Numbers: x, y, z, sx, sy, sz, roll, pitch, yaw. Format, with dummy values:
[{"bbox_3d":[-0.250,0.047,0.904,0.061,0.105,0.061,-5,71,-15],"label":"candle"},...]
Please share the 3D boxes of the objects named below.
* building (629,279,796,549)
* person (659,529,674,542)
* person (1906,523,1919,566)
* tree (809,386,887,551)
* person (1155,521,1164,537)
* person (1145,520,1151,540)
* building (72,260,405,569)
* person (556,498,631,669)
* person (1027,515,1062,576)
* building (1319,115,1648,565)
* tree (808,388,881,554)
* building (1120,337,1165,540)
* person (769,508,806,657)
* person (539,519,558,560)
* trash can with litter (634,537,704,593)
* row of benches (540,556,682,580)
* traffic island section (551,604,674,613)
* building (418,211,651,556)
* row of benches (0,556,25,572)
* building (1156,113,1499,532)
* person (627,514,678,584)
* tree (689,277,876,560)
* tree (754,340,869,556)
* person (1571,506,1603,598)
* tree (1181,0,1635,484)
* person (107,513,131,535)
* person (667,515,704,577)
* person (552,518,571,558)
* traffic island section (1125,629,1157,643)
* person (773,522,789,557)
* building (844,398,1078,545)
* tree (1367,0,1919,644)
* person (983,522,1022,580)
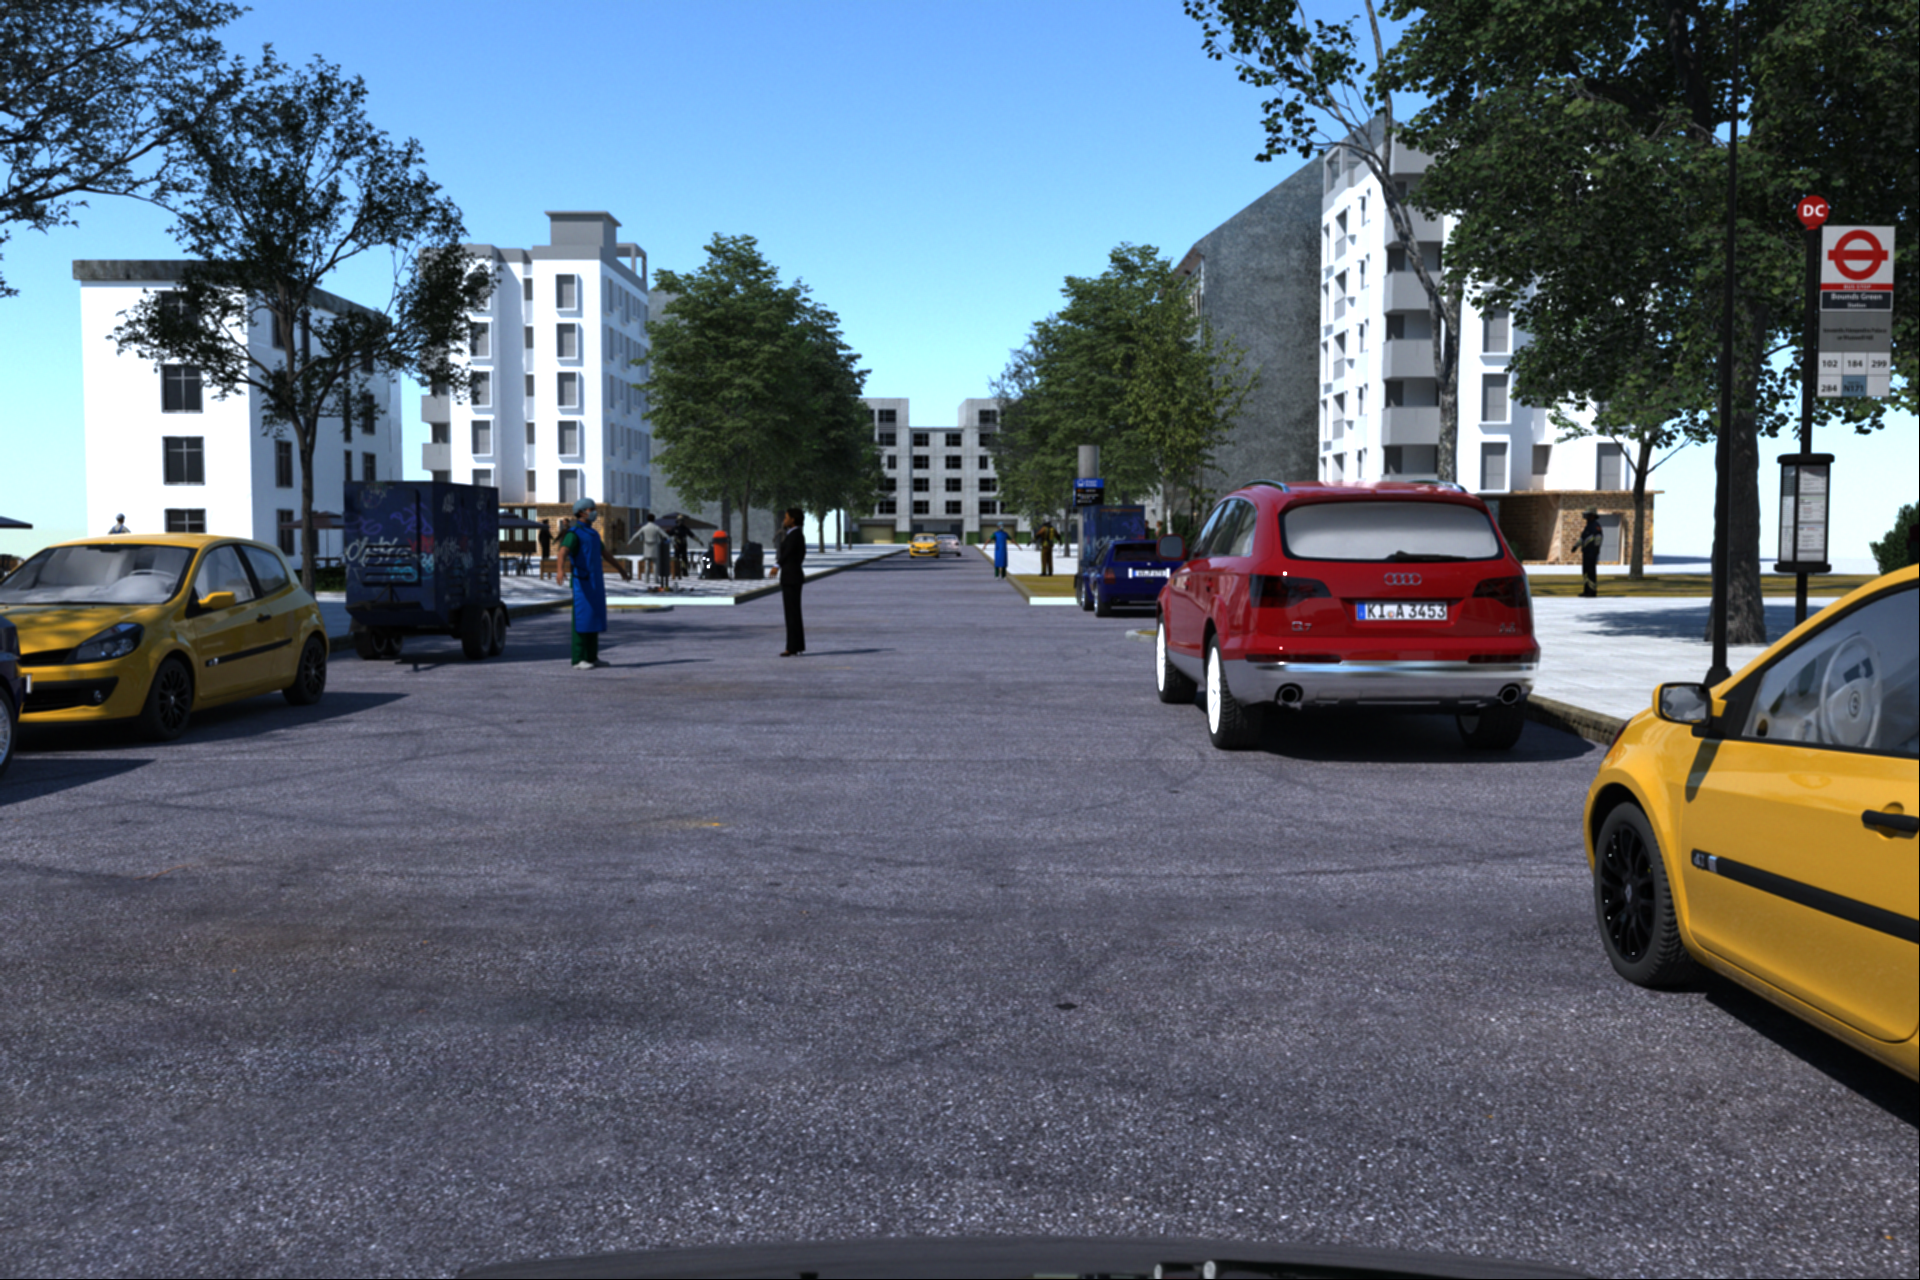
[{"bbox_3d":[-25.087,-20.016,158.191,19.493,23.208,18.063,0,4,1],"label":"building"},{"bbox_3d":[-11.439,-3.713,66.854,1.345,1.843,0.704,-1,4,-9],"label":"person"},{"bbox_3d":[14.042,-0.986,25.335,0.599,1.438,0.989,2,4,25],"label":"person"},{"bbox_3d":[-9.564,-12.986,130.453,7.486,12.596,7.792,0,3,0],"label":"tree"},{"bbox_3d":[6.609,-3.143,58.189,0.721,1.733,1.217,1,4,19],"label":"person"},{"bbox_3d":[6.900,-3.564,64.494,0.704,1.802,1.346,0,4,-6],"label":"person"},{"bbox_3d":[-26.529,-7.648,67.190,9.099,9.664,28.070,0,4,-1],"label":"building"},{"bbox_3d":[-3.963,-0.606,18.490,0.704,1.817,1.347,1,4,20],"label":"person"},{"bbox_3d":[2.634,-2.875,52.772,1.354,1.858,0.705,-3,4,-36],"label":"person"},{"bbox_3d":[22.862,-13.941,84.348,16.016,20.090,11.380,0,4,0],"label":"building"},{"bbox_3d":[-9.052,-11.477,113.399,9.928,11.665,9.643,0,3,0],"label":"tree"},{"bbox_3d":[24.508,-17.843,158.189,16.747,18.905,31.486,0,3,0],"label":"building"},{"bbox_3d":[-2.039,-0.685,20.376,0.721,1.740,1.216,0,4,8],"label":"person"},{"bbox_3d":[-15.007,-3.482,62.867,0.705,1.837,1.347,-3,5,-40],"label":"person"},{"bbox_3d":[-6.427,-1.692,38.721,1.678,1.210,2.233,0,4,1],"label":"trash can with litter"},{"bbox_3d":[-9.744,-2.035,48.729,4.104,0.672,1.422,1,4,9],"label":"row of benches"},{"bbox_3d":[-6.412,-0.575,32.273,1.991,0.108,1.994,0,4,0],"label":"traffic island section"},{"bbox_3d":[-25.659,-15.065,102.733,16.016,20.090,11.380,0,3,0],"label":"building"},{"bbox_3d":[-26.849,-2.186,51.197,4.104,0.672,1.422,-1,4,-12],"label":"row of benches"},{"bbox_3d":[21.977,-16.432,99.584,19.493,23.208,18.063,0,4,0],"label":"building"},{"bbox_3d":[-7.960,-2.358,44.743,1.347,1.806,0.705,0,4,3],"label":"person"},{"bbox_3d":[-8.826,-10.884,84.616,9.857,13.997,8.962,0,3,0],"label":"tree"},{"bbox_3d":[-9.212,-11.188,101.057,7.486,12.596,7.792,0,3,0],"label":"tree"},{"bbox_3d":[12.724,-1.785,35.057,0.704,1.845,1.351,0,4,0],"label":"person"},{"bbox_3d":[8.686,-10.910,34.268,12.611,20.169,13.585,0,3,0],"label":"tree"},{"bbox_3d":[-22.878,-2.533,47.274,1.347,1.847,0.705,1,4,16],"label":"person"},{"bbox_3d":[-8.361,-2.819,51.868,1.354,1.856,0.705,-1,4,-22],"label":"person"},{"bbox_3d":[-13.182,-3.167,57.924,1.346,1.812,0.704,3,5,43],"label":"person"},{"bbox_3d":[3.287,-0.050,23.678,1.991,0.108,1.994,0,4,1],"label":"traffic island section"},{"bbox_3d":[-7.445,-4.124,73.553,1.348,1.813,0.705,-3,5,-43],"label":"person"},{"bbox_3d":[0.206,-22.195,231.806,31.486,18.905,16.747,0,4,-4],"label":"building"},{"bbox_3d":[9.208,-6.931,19.984,9.857,13.997,8.962,0,3,0],"label":"tree"},{"bbox_3d":[1.298,-2.805,54.438,1.347,1.817,0.704,-1,4,-23],"label":"person"}]
